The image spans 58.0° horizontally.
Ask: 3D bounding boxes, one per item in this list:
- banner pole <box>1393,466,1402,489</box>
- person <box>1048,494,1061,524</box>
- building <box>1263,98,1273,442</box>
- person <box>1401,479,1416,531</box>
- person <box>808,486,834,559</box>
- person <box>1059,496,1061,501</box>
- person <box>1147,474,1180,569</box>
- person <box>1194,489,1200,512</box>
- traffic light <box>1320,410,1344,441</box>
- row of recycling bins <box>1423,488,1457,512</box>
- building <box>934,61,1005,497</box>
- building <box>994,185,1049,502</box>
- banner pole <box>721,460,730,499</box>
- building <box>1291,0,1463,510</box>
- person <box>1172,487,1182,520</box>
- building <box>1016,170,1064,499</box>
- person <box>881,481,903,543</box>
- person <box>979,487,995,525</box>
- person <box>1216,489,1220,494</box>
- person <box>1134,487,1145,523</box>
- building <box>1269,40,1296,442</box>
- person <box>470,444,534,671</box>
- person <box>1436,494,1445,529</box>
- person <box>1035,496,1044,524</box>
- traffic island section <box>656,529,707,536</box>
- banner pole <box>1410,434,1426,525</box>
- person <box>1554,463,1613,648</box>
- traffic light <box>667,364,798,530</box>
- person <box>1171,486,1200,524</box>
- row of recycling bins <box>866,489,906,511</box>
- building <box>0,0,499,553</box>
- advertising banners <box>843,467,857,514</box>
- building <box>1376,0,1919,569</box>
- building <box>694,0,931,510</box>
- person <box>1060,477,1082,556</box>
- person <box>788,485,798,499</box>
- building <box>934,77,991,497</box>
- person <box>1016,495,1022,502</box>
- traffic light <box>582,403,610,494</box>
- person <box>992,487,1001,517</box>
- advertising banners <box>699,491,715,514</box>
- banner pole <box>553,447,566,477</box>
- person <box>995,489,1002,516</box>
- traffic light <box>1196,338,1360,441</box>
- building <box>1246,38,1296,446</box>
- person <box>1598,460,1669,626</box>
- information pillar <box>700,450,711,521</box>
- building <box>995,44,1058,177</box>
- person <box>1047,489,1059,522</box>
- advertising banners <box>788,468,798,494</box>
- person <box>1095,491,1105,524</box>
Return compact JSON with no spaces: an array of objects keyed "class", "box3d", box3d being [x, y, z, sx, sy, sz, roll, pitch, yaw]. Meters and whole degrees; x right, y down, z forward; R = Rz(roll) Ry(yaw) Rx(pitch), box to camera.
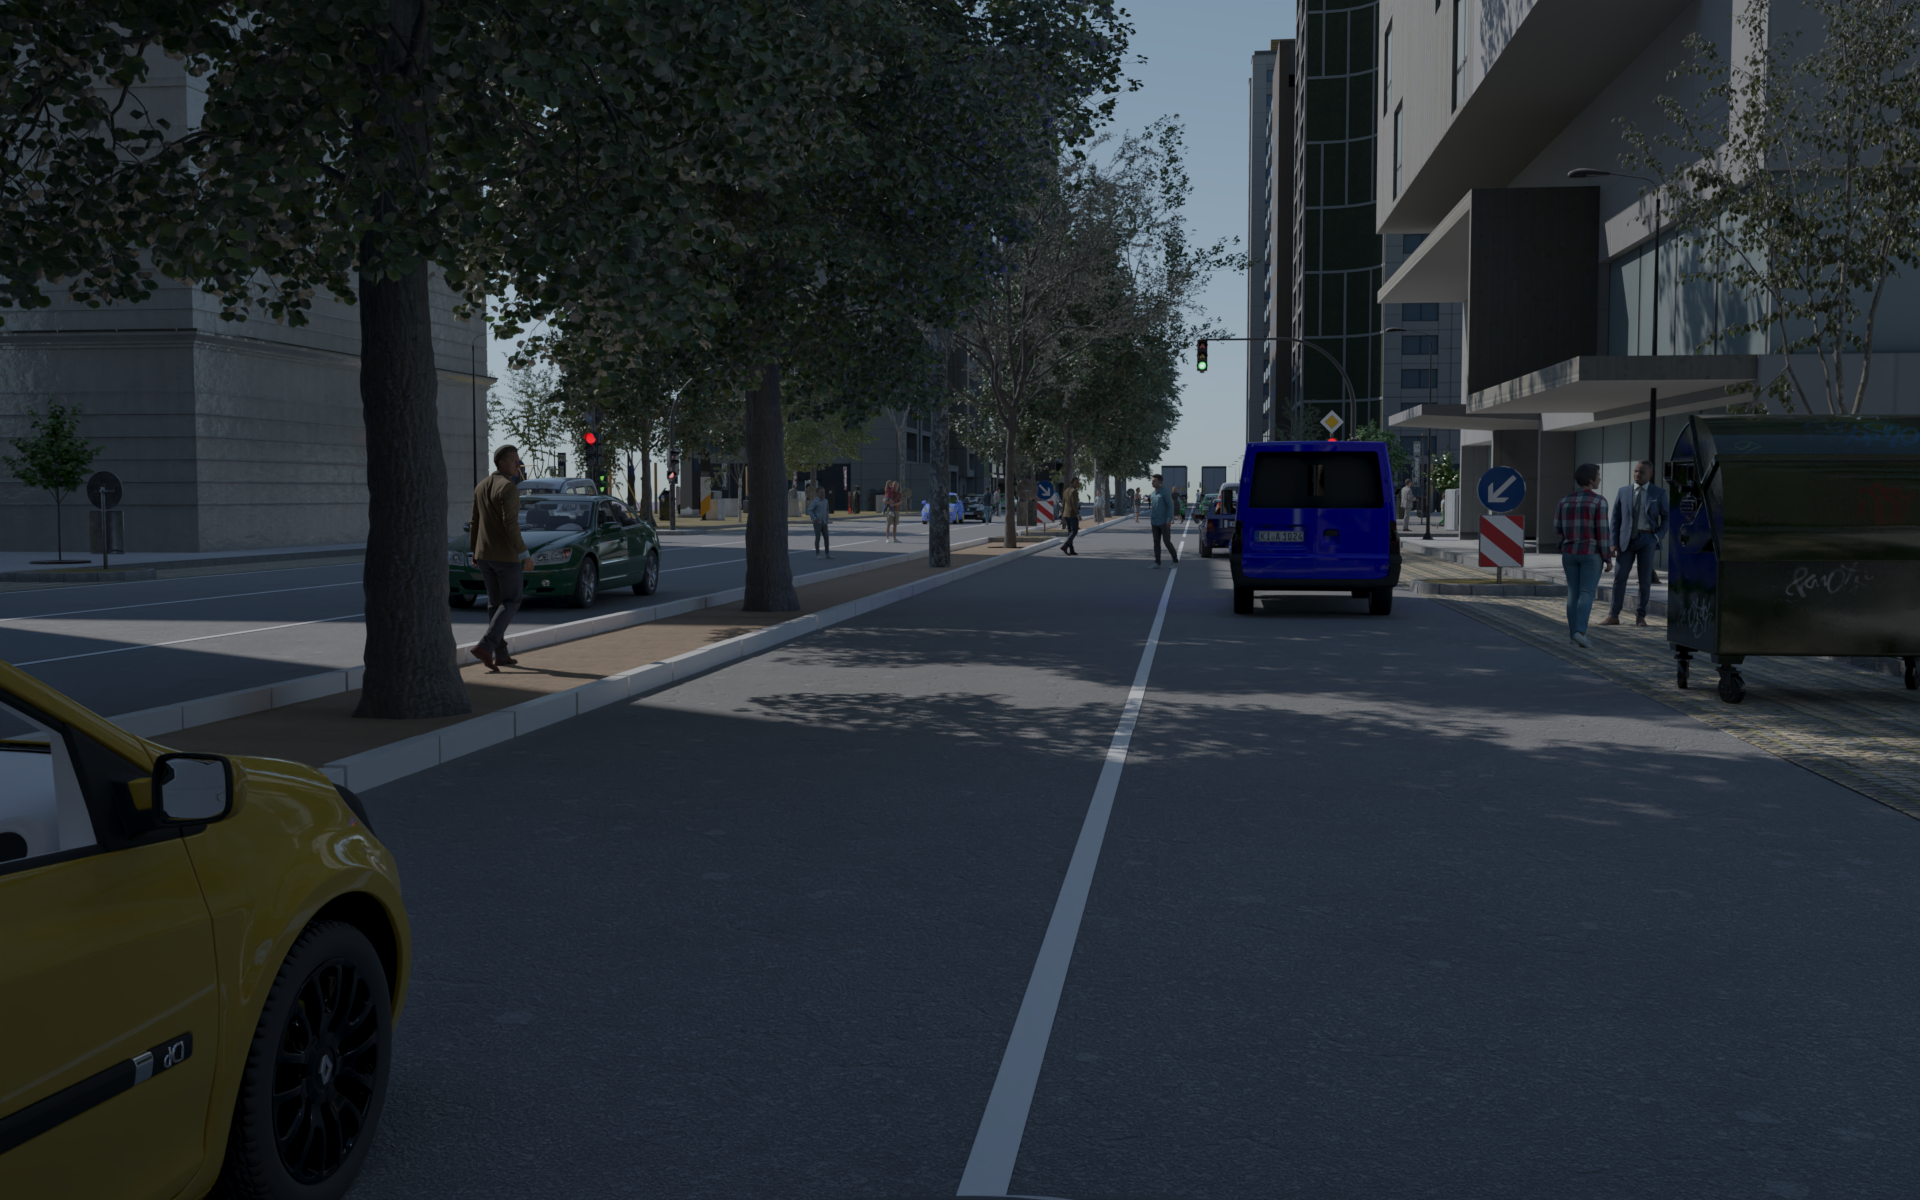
[{"class":"banner pole","box3d":[27.406,-7.237,108.343,0.863,3.779,0.401,3,5,43]},{"class":"person","box3d":[4.574,-4.504,82.816,0.598,1.740,0.731,3,5,40]},{"class":"building","box3d":[44.944,-34.855,189.486,23.786,49.044,30.456,0,4,8]},{"class":"person","box3d":[15.440,-3.255,59.458,0.583,1.804,0.606,-1,4,-17]},{"class":"person","box3d":[-3.073,-1.705,38.194,0.589,1.601,0.330,-2,4,-33]},{"class":"person","box3d":[7.298,-7.019,127.530,0.475,1.303,0.640,-3,4,-38]},{"class":"person","box3d":[3.914,-1.509,33.196,0.620,1.820,0.660,-3,4,-37]},{"class":"person","box3d":[18.236,-7.606,133.076,0.641,1.798,0.478,3,5,42]},{"class":"traffic light","box3d":[12.419,-4.227,58.035,0.839,4.253,0.868,0,4,8]},{"class":"row of recycling bins","box3d":[34.650,-7.071,122.726,3.534,1.692,1.069,0,4,6]},{"class":"building","box3d":[-7.328,-34.660,186.294,23.786,49.044,30.456,0,4,8]},{"class":"building","box3d":[0.356,-35.508,235.187,22.147,44.769,28.867,0,4,8]},{"class":"banner pole","box3d":[-15.958,-7.855,118.453,0.863,3.779,0.401,2,4,27]},{"class":"building","box3d":[37.516,-43.474,149.058,20.563,71.187,20.611,0,4,8]},{"class":"person","box3d":[11.873,-5.293,95.137,0.616,1.811,0.778,-1,4,-23]},{"class":"building","box3d":[4.580,-38.938,260.343,21.300,48.544,21.600,0,4,8]},{"class":"person","box3d":[-2.009,-2.598,50.956,0.573,1.828,0.580,2,4,24]},{"class":"person","box3d":[1.276,-4.395,80.698,0.623,1.781,0.721,-3,5,-43]},{"class":"person","box3d":[18.735,-7.125,125.329,0.374,1.781,0.599,0,4,-6]},{"class":"person","box3d":[8.992,-4.784,87.072,0.532,1.782,0.716,2,4,28]},{"class":"building","box3d":[37.453,-31.683,168.128,14.600,45.320,14.200,0,4,8]},{"class":"person","box3d":[-3.750,-0.351,14.150,0.656,1.842,0.836,1,4,10]},{"class":"person","box3d":[17.634,-3.237,63.216,0.590,1.304,0.306,-1,4,-13]},{"class":"person","box3d":[3.877,-4.620,84.007,0.580,1.828,0.573,-1,4,-23]},{"class":"traffic island section","box3d":[-10.173,-2.382,61.234,2.009,0.180,2.903,0,4,8]},{"class":"banner pole","box3d":[19.066,-5.011,71.949,0.863,3.779,0.401,-3,4,-37]},{"class":"person","box3d":[5.839,-0.425,16.283,0.643,1.720,0.563,-3,4,-36]},{"class":"traffic light","box3d":[-8.050,-5.271,60.845,4.771,5.953,1.251,0,4,8]},{"class":"person","box3d":[10.721,-4.552,83.149,1.509,1.804,0.699,1,4,21]},{"class":"row of recycling bins","box3d":[-5.438,-7.523,130.113,3.534,1.692,1.069,-3,4,-38]},{"class":"building","box3d":[-36.794,-16.588,47.623,44.131,29.872,17.030,0,4,8]},{"class":"advertising banners","box3d":[-7.002,-6.976,110.243,0.090,3.025,2.074,-2,4,-27]},{"class":"building","box3d":[23.329,-27.168,33.443,28.713,52.752,27.495,0,4,8]},{"class":"building","box3d":[-10.875,-43.299,146.190,20.563,71.187,20.611,0,4,8]},{"class":"person","box3d":[2.612,-1.961,40.466,0.656,1.842,0.836,2,4,33]},{"class":"person","box3d":[-9.370,-5.572,97.269,0.709,1.813,0.853,1,4,14]},{"class":"building","box3d":[-4.893,-29.368,163.765,14.154,41.232,14.086,0,4,8]},{"class":"person","box3d":[7.381,-12.402,209.607,1.217,1.735,0.721,1,4,20]},{"class":"traffic light","box3d":[-11.218,-3.930,53.182,0.839,4.253,0.868,0,4,8]},{"class":"person","box3d":[2.213,-6.056,107.369,0.795,1.843,0.661,1,4,21]},{"class":"advertising banners","box3d":[-15.035,-6.310,99.357,2.074,3.025,0.090,-2,4,-28]},{"class":"banner pole","box3d":[-21.187,-6.209,91.534,0.863,3.779,0.401,-2,4,-30]},{"class":"person","box3d":[2.524,-6.327,112.497,0.362,1.759,0.519,-3,4,-36]},{"class":"traffic light","box3d":[9.252,-4.624,50.265,4.771,5.953,1.251,0,4,8]},{"class":"building","box3d":[48.935,-42.131,230.835,21.231,58.520,28.212,0,4,8]},{"class":"person","box3d":[7.317,-0.617,18.764,0.721,1.800,0.419,1,4,22]},{"class":"information pillar","box3d":[-12.253,-5.624,83.304,0.504,3.616,0.183,1,4,14]},{"class":"building","box3d":[7.438,-51.544,280.999,20.563,71.187,20.611,0,4,8]},{"class":"person","box3d":[4.665,-4.803,87.050,0.660,1.820,0.620,-1,4,-21]},{"class":"advertising banners","box3d":[-11.698,-7.365,116.612,2.074,3.025,0.090,2,4,32]},{"class":"person","box3d":[6.579,-4.371,81.772,0.589,1.601,0.330,3,5,42]}]
